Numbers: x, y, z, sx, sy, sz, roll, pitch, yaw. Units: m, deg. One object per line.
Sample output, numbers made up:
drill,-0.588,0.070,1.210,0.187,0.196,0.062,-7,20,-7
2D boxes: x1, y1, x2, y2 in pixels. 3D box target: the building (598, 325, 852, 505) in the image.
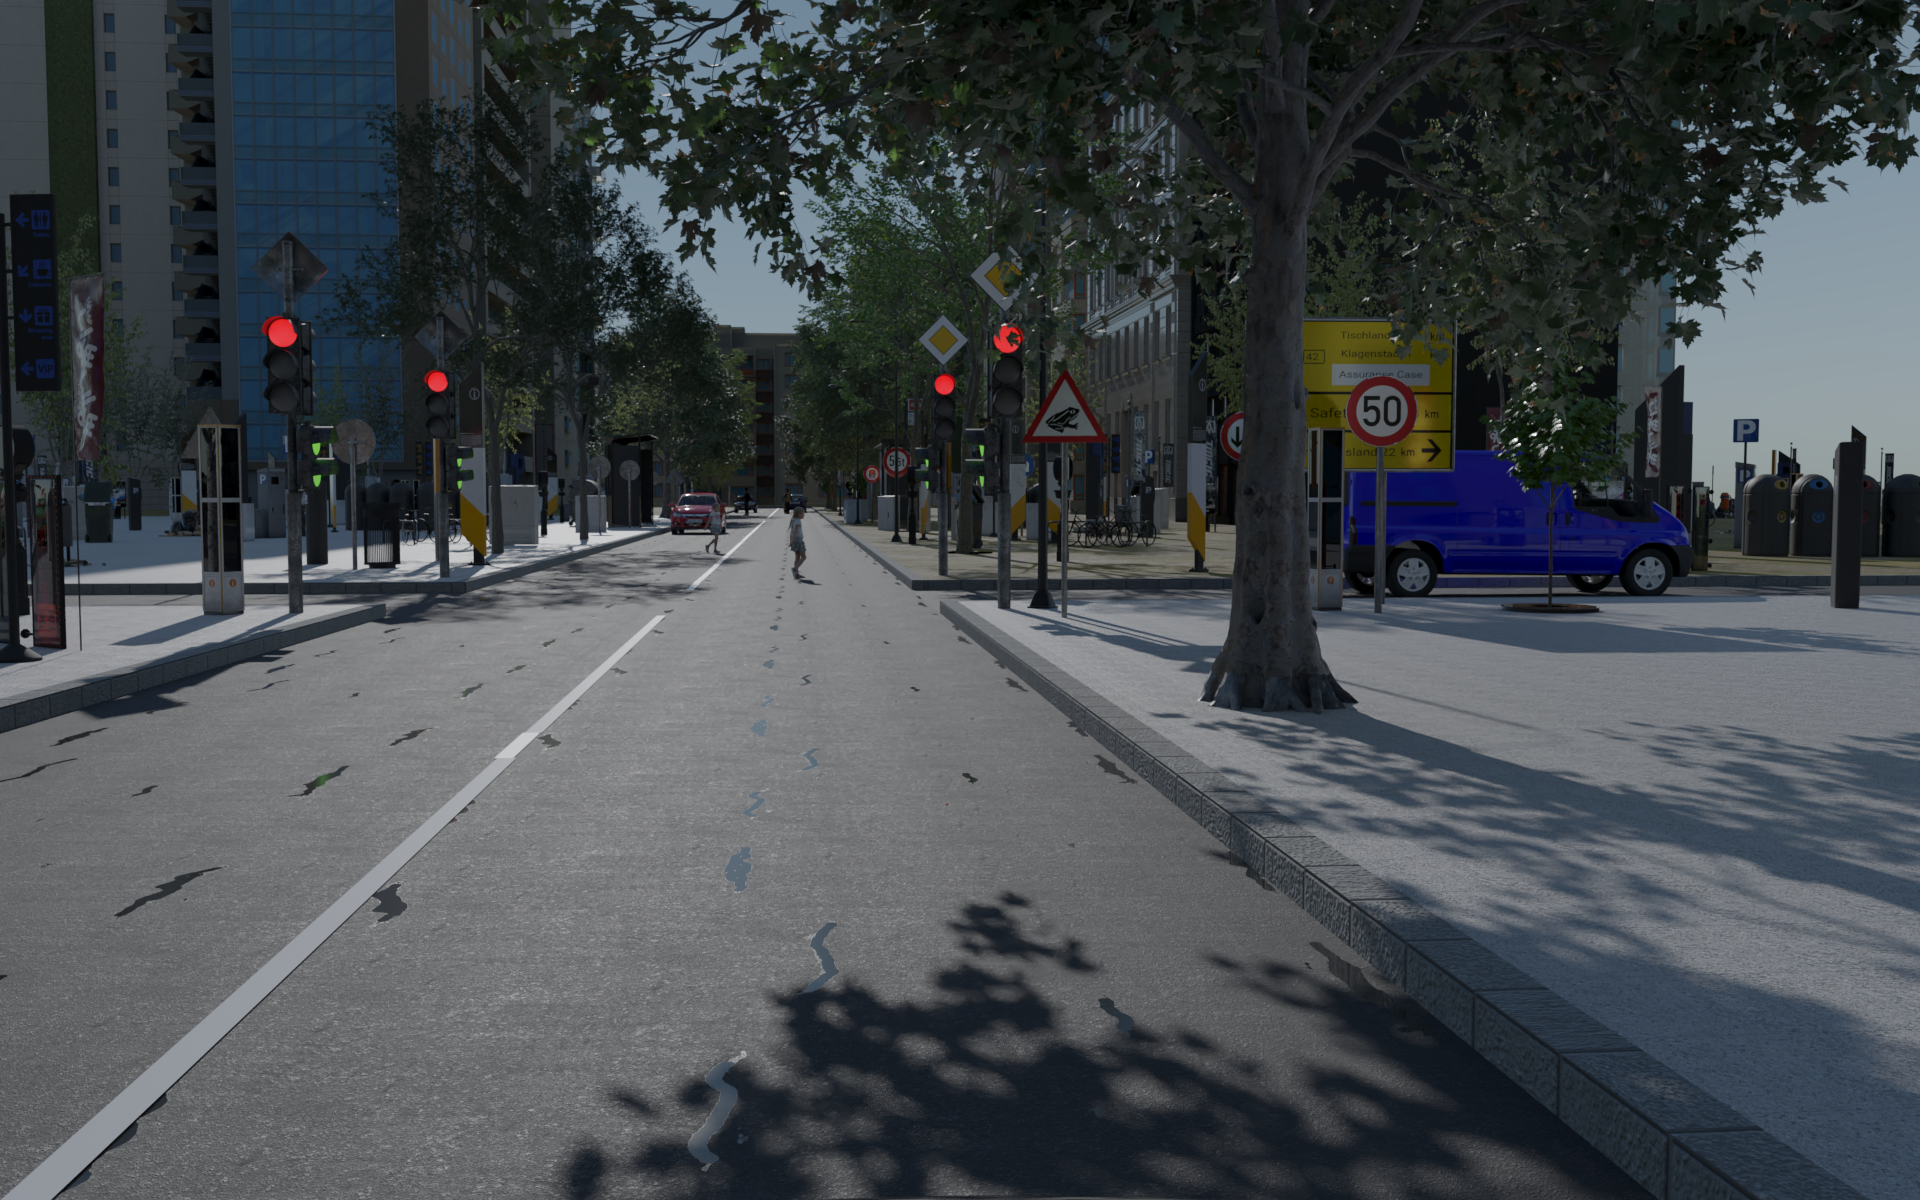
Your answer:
building,-28.139,-22.469,212.411,28.899,21.520,27.650,0,4,-5

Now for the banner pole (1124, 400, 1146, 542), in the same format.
banner pole,4.673,-3.437,46.204,0.401,3.779,0.863,-3,4,-37

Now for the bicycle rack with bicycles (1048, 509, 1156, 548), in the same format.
bicycle rack with bicycles,3.559,-1.775,42.412,2.925,0.926,2.852,-2,4,-27

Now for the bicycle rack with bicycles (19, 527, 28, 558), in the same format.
bicycle rack with bicycles,-20.061,-1.308,34.771,2.852,0.926,2.925,-3,4,-38

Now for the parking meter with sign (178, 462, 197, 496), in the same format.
parking meter with sign,-42.286,-6.093,95.879,1.738,3.016,0.543,-1,4,-19

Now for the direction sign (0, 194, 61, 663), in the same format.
direction sign,-7.262,-1.297,13.200,0.876,3.537,0.379,0,4,6

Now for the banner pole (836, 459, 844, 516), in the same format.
banner pole,-6.862,-6.718,99.862,0.401,3.779,0.863,3,4,38

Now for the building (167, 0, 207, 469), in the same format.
building,-43.200,-30.612,124.200,21.300,48.544,21.600,0,4,-5

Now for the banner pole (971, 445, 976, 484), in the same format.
banner pole,0.516,-4.892,70.000,0.401,3.779,0.863,-1,4,-19

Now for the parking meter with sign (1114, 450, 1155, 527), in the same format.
parking meter with sign,6.804,-4.370,67.705,1.738,3.016,0.543,-3,5,-39

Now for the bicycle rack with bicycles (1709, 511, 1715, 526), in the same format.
bicycle rack with bicycles,28.272,-3.359,68.296,2.925,0.926,2.852,3,5,40

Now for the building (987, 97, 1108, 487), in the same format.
building,9.913,-30.215,144.124,14.600,45.320,14.200,0,4,-5

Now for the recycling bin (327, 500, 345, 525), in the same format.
recycling bin,-25.783,-3.615,71.658,0.722,1.027,0.722,-2,4,-24

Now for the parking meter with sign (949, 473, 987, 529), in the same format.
parking meter with sign,0.148,-4.172,64.479,1.738,3.016,0.543,0,4,-1

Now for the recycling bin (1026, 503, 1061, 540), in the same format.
recycling bin,2.334,-2.188,48.327,0.722,1.027,0.722,-3,5,-41

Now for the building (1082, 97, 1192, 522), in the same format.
building,14.250,-17.936,90.520,12.463,27.353,25.104,0,4,-5

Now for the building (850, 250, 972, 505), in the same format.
building,-6.057,-26.631,207.118,14.107,30.474,14.160,0,4,-5

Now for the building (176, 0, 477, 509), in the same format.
building,-38.145,-27.908,106.411,14.600,45.320,14.200,0,4,-5

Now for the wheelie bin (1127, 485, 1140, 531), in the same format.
wheelie bin,6.116,-3.091,58.445,0.980,1.594,0.693,-3,4,-36

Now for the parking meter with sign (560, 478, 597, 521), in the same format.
parking meter with sign,-17.901,-5.208,81.405,1.738,3.016,0.543,-2,4,-30

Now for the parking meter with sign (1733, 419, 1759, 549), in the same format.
parking meter with sign,18.577,-2.730,40.897,0.543,3.016,1.738,2,4,27

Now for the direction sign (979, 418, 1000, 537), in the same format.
direction sign,1.015,-3.656,51.766,0.876,3.537,0.379,0,4,0

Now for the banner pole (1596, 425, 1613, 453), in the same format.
banner pole,21.461,-4.143,57.753,0.863,3.779,0.401,1,4,17

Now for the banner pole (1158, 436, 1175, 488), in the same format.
banner pole,8.857,-5.200,75.034,0.863,3.779,0.401,0,4,3

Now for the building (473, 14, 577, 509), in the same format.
building,-45.383,-32.179,149.825,21.600,48.544,21.300,0,4,-5

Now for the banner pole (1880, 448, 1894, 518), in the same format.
banner pole,49.818,-6.312,93.218,0.401,3.779,0.863,-3,5,-41

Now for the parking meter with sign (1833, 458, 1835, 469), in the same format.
parking meter with sign,42.798,-5.307,83.025,0.543,3.016,1.738,-2,4,-33

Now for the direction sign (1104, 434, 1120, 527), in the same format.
direction sign,5.628,-4.492,65.444,0.876,3.537,0.379,-1,4,-16

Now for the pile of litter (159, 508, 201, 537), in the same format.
pile of litter,-23.347,-2.361,52.568,1.719,0.858,1.176,0,4,-6

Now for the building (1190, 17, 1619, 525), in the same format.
building,17.242,-14.723,70.403,12.332,23.373,15.834,0,4,-5

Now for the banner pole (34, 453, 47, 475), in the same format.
banner pole,-52.200,-6.618,98.225,0.863,3.779,0.401,-1,4,-17

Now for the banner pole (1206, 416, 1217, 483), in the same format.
banner pole,6.881,-3.599,48.861,0.863,3.779,0.401,2,4,34

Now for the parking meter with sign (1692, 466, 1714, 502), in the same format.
parking meter with sign,45.346,-6.739,106.447,1.738,3.016,0.543,1,4,23

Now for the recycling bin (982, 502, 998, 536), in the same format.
recycling bin,0.776,-2.519,53.739,0.722,1.027,0.722,-2,4,-26

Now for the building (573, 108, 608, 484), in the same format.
building,-57.448,-35.884,206.309,30.456,49.044,23.786,0,4,-5

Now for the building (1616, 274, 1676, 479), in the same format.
building,48.018,-32.881,157.218,30.456,49.044,23.786,0,4,-5

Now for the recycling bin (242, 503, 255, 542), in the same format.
recycling bin,-19.576,-2.099,46.866,0.722,1.027,0.722,0,4,-2

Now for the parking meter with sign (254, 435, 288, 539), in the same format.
parking meter with sign,-20.051,-3.310,50.380,0.543,3.016,1.738,1,4,23

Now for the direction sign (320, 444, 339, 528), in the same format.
direction sign,-24.118,-4.538,66.188,0.379,3.537,0.876,2,4,32

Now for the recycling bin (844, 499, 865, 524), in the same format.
recycling bin,-4.615,-3.813,74.894,0.722,1.027,0.722,-1,4,-12

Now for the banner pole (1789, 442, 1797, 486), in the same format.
banner pole,40.053,-5.708,83.344,0.401,3.779,0.863,0,4,3

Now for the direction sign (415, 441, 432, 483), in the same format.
direction sign,-23.144,-5.063,74.780,0.379,3.537,0.876,2,4,30

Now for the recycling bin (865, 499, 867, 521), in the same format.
recycling bin,-4.822,-4.229,81.697,0.722,1.027,0.722,1,4,21

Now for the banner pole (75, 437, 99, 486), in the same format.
banner pole,-28.390,-4.069,56.538,0.863,3.779,0.401,0,4,3

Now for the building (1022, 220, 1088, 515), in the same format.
building,19.291,-17.029,123.456,27.650,21.520,28.899,0,4,-5

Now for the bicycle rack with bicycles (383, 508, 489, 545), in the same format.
bicycle rack with bicycles,-13.713,-1.940,45.104,2.852,0.926,2.925,-3,5,-41

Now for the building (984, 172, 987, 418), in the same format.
building,8.964,-29.042,158.424,14.154,41.232,14.086,0,4,-5

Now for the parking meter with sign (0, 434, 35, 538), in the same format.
parking meter with sign,-27.889,-3.335,50.795,1.738,3.016,0.543,2,4,28

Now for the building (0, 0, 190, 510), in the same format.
building,-70.932,-37.019,147.256,28.212,58.520,21.231,0,4,-5
